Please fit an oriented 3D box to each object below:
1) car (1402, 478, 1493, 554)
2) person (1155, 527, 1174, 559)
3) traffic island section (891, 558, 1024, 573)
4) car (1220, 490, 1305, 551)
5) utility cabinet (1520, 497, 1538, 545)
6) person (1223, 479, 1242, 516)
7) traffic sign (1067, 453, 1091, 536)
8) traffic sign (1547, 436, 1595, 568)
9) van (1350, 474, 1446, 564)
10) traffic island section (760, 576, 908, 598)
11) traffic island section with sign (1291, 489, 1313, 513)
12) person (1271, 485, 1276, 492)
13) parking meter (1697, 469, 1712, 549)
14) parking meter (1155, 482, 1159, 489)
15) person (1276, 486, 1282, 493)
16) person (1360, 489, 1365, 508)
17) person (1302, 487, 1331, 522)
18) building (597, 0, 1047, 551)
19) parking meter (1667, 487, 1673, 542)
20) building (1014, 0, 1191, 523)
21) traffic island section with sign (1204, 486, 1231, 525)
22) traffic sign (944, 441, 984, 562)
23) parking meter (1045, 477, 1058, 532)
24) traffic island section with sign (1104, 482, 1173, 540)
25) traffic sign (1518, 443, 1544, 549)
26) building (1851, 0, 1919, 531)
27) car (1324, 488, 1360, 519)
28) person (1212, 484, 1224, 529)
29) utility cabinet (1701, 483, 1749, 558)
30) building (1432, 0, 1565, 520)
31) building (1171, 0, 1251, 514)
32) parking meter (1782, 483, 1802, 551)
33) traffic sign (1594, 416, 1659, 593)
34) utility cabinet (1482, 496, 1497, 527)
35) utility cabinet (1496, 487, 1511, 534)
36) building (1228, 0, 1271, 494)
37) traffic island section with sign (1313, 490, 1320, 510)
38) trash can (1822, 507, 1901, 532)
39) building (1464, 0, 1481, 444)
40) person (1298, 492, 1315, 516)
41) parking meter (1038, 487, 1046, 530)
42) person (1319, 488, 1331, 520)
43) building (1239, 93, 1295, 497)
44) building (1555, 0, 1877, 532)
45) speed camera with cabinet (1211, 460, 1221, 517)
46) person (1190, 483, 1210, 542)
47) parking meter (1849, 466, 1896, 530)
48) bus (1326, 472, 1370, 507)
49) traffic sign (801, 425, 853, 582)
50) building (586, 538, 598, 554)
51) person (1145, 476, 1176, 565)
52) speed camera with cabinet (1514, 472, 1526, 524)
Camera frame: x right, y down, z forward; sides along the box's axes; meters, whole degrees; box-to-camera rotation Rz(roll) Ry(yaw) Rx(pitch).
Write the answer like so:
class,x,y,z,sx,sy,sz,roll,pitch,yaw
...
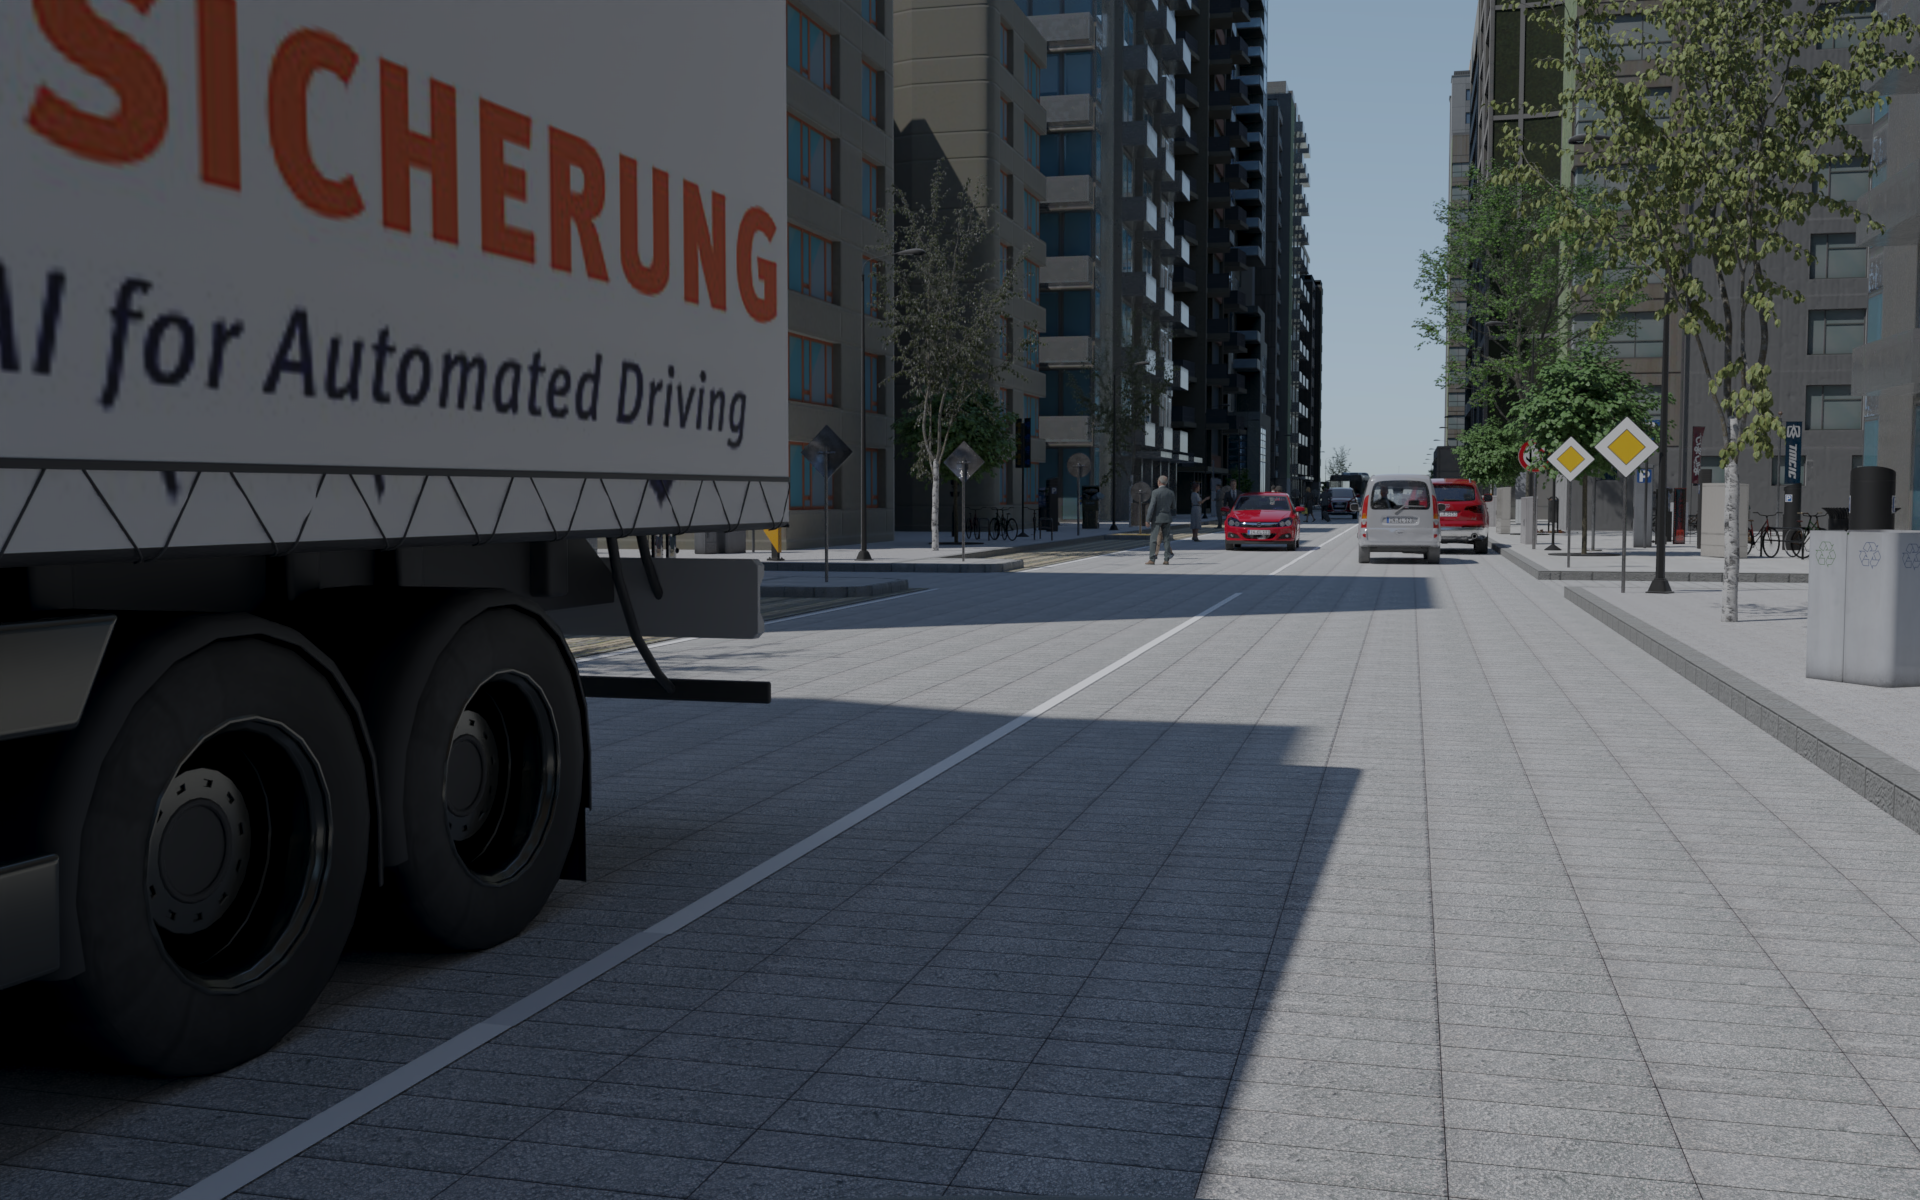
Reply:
class,x,y,z,sx,sy,sz,roll,pitch,yaw
car,12.077,-2.106,43.112,2.281,1.827,5.304,1,4,16
person,4.478,-1.549,38.104,0.640,1.303,0.475,-3,5,-39
traffic island section,0.043,-0.653,32.956,2.009,0.180,2.903,1,4,15
car,7.913,-2.209,45.149,2.155,1.783,4.494,1,4,13
utility cabinet,14.603,-2.038,44.476,0.306,1.237,1.020,1,4,11
person,7.710,-2.465,48.576,0.659,1.850,0.755,0,4,5
traffic sign,3.658,-3.265,53.496,0.768,2.556,0.104,1,4,19
traffic sign,10.608,-1.621,30.140,0.795,2.450,0.064,1,4,15
van,9.353,-1.832,36.967,2.013,2.044,4.112,1,4,13
traffic island section,-1.964,-0.180,25.226,2.009,0.180,2.903,1,4,15
traffic island section with sign,25.169,-7.402,129.645,1.989,1.847,2.006,1,4,15
person,13.516,-4.019,74.389,0.511,1.800,0.466,3,5,42
parking meter,17.425,-2.130,40.543,0.255,1.863,0.399,1,4,16
parking meter,8.336,-4.074,72.317,0.255,1.863,0.399,3,4,36
person,11.326,-3.162,61.042,0.643,1.720,0.563,3,4,38
person,21.202,-4.961,90.610,0.512,1.701,0.522,1,4,18
person,18.150,-4.865,88.260,1.509,1.804,0.699,0,4,-1
building,-13.698,-12.905,56.040,27.650,21.520,28.899,1,4,15
parking meter,18.893,-2.325,46.420,0.372,1.533,0.369,0,3,0
building,-0.058,-28.802,90.520,23.786,49.044,30.456,1,4,15
traffic island section with sign,12.469,-4.412,80.761,1.989,1.847,2.006,1,4,15
traffic sign,0.068,-1.789,32.888,0.795,2.450,0.064,1,4,15
parking meter,3.132,-3.266,59.110,0.399,1.863,0.255,-2,4,-27
traffic island section with sign,5.691,-2.816,54.669,1.989,1.847,2.006,1,4,15
traffic sign,13.332,-2.450,40.158,0.768,2.556,0.104,1,4,19
building,35.661,-25.432,35.422,30.456,49.044,23.786,1,4,15
car,22.133,-5.640,100.889,2.281,1.827,5.304,1,4,13
person,10.656,-3.875,71.658,0.447,1.846,0.655,1,4,18
utility cabinet,15.386,-1.599,34.828,0.318,1.500,1.173,0,4,-8
building,35.243,-39.729,87.816,20.563,71.187,20.611,1,4,15
building,8.681,-28.652,123.090,22.147,44.769,28.867,1,4,15
parking meter,18.967,-1.901,39.490,0.372,1.533,0.369,0,3,0
traffic sign,8.601,-1.148,22.410,0.795,2.450,0.064,1,4,15
utility cabinet,20.788,-3.461,67.747,1.020,1.237,0.306,1,4,17
utility cabinet,17.496,-2.882,55.799,0.318,1.500,1.173,1,4,10
building,16.502,-51.253,150.658,22.319,86.520,31.000,1,4,15
traffic island section with sign,31.934,-8.998,155.741,1.989,1.847,2.006,1,4,15
trash can,9.513,-0.408,18.320,0.748,1.137,0.748,0,3,0
building,58.433,-32.833,160.528,21.300,48.544,21.600,1,4,15
person,22.921,-6.478,114.425,0.705,1.824,1.348,-3,5,-44
parking meter,2.966,-3.245,61.470,0.372,1.533,0.369,0,3,0
person,19.991,-5.260,94.892,0.661,1.777,0.834,1,4,10
building,25.685,-29.954,173.345,14.154,41.232,14.086,1,4,15
building,29.653,-23.269,64.040,14.154,41.232,14.086,1,4,15
speed camera with cabinet,14.778,-6.451,99.817,0.660,3.252,2.038,1,4,8
person,7.199,-2.635,52.146,0.524,1.755,0.480,-1,4,-16
parking meter,8.335,-0.455,15.850,0.372,1.533,0.369,0,3,0
bus,32.081,-9.020,142.334,2.948,3.499,13.247,1,4,16
traffic sign,-1.940,-1.316,25.159,0.795,2.450,0.064,1,4,15
building,-14.714,-10.210,21.688,16.860,20.320,10.420,1,4,15
person,4.041,-1.619,35.146,0.661,1.801,0.590,-2,4,-24
speed camera with cabinet,24.069,-4.876,74.059,0.660,3.252,2.038,1,4,20
